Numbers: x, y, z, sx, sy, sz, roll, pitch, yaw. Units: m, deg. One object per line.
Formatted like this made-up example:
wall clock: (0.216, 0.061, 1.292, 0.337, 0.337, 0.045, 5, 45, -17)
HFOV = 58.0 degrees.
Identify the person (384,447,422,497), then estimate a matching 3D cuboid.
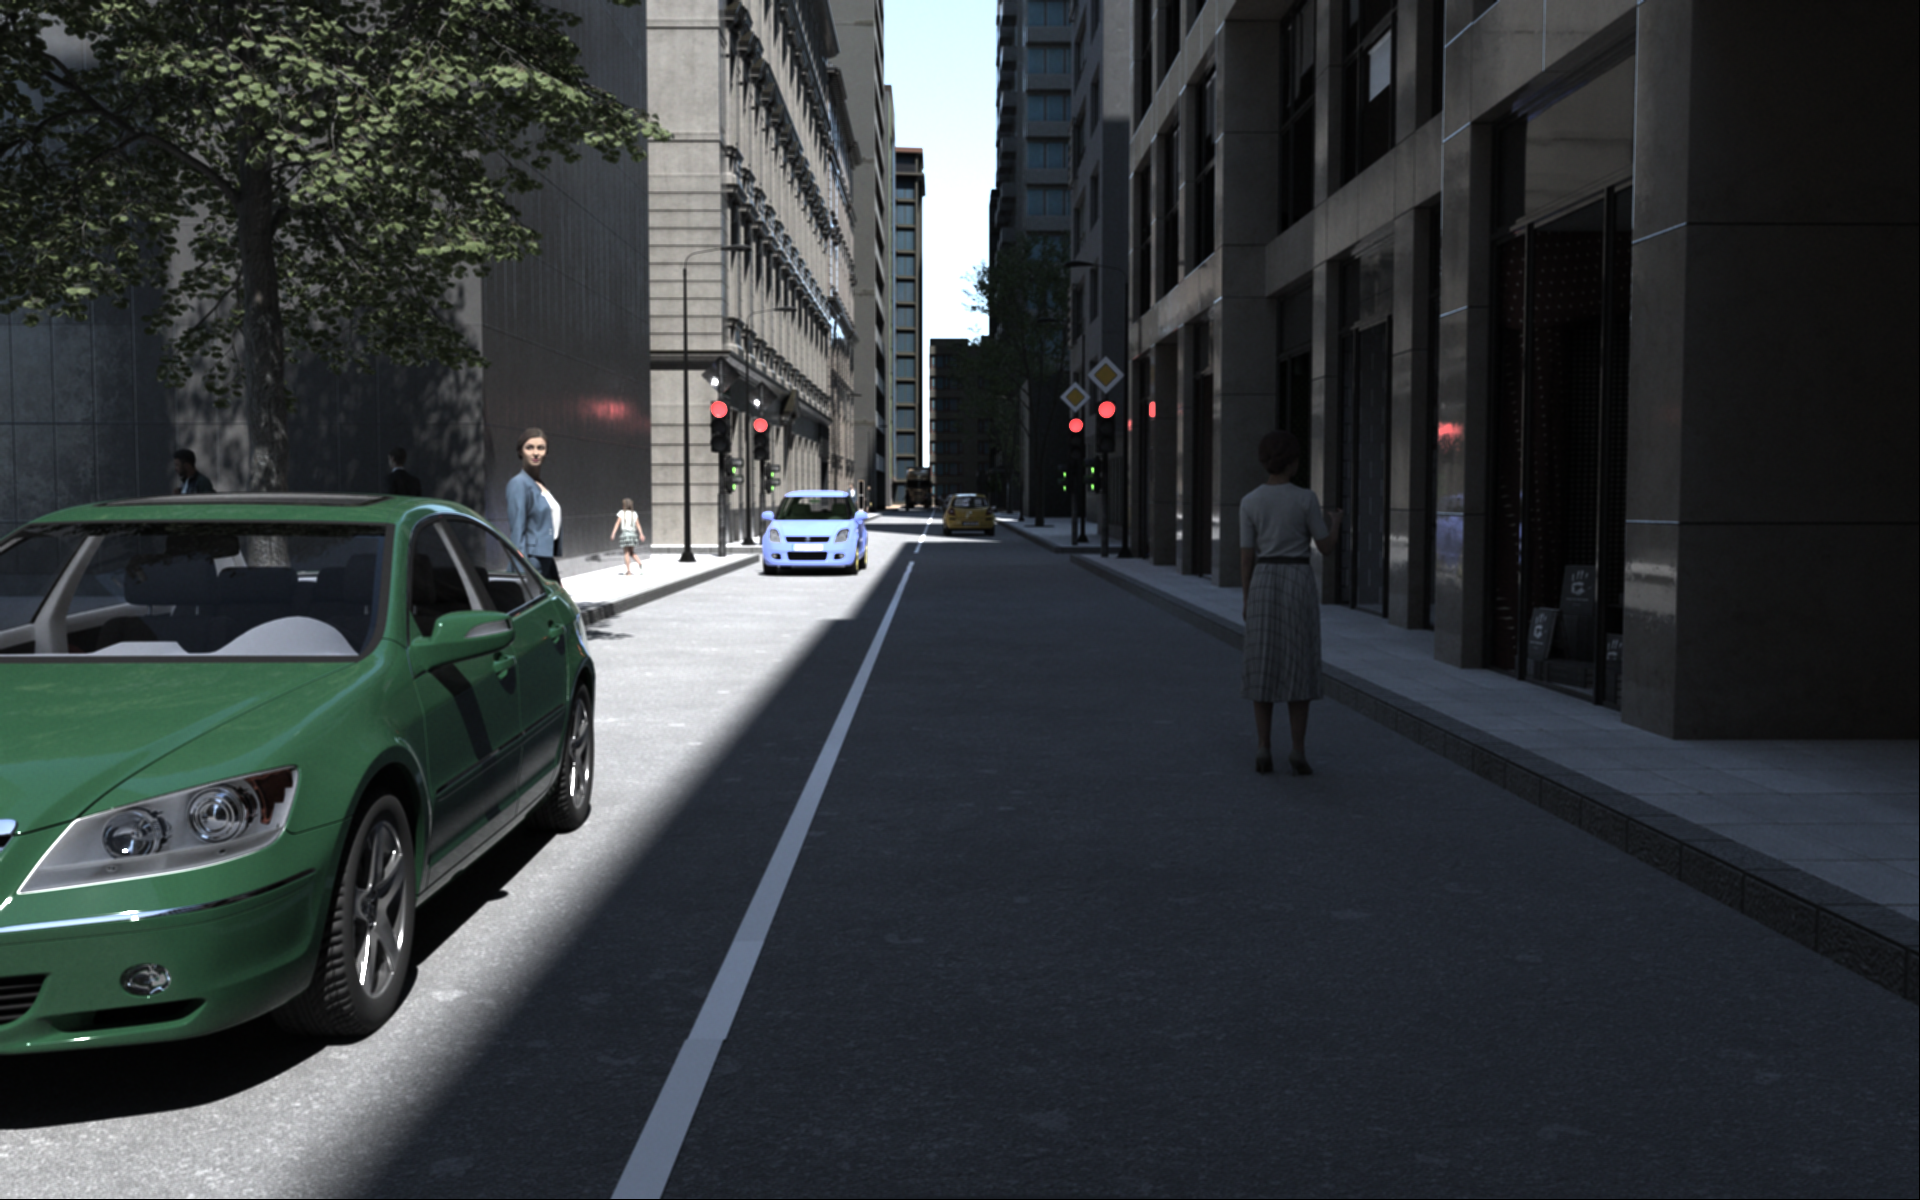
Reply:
person: (-6.817, -0.923, 20.916, 0.755, 1.850, 0.659, 2, 4, 32)

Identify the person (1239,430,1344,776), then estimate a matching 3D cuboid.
person: (1.698, 0.010, 8.905, 0.480, 1.755, 0.524, 2, 4, 25)

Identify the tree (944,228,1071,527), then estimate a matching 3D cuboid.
tree: (3.152, -8.678, 67.640, 9.928, 11.665, 9.643, 0, 3, 0)

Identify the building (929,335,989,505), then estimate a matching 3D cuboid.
building: (10.681, -22.678, 215.830, 28.899, 21.520, 27.650, 0, 4, -1)

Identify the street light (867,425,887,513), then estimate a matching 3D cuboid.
street light: (-5.600, -8.829, 116.902, 1.470, 5.913, 1.316, 0, 4, -1)

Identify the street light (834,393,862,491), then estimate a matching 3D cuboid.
street light: (-5.230, -6.573, 80.011, 1.470, 5.913, 1.316, 0, 4, -1)

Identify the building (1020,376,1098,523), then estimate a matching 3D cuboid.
building: (14.987, -47.388, 87.460, 22.319, 86.520, 31.000, 0, 4, -1)

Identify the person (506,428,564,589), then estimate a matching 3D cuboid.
person: (-2.586, -0.109, 10.314, 0.654, 1.822, 0.581, 1, 4, 22)

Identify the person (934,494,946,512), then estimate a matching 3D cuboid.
person: (-1.612, -7.658, 136.896, 0.799, 1.438, 0.628, -2, 4, -31)

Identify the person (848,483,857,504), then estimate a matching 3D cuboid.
person: (-5.453, -4.961, 87.174, 0.581, 1.822, 0.654, 0, 4, -5)

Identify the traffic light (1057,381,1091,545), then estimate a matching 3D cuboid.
traffic light: (2.850, -3.322, 43.230, 0.839, 4.253, 0.868, 0, 4, -1)

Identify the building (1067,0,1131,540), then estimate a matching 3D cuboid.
building: (10.455, -22.258, 47.521, 14.086, 41.232, 14.154, 0, 4, -1)

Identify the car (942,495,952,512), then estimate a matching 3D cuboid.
car: (-0.282, -7.084, 128.179, 2.083, 1.381, 4.827, 0, 4, -1)

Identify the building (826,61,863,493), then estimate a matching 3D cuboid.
building: (-12.309, -18.436, 98.686, 12.463, 27.353, 25.104, 0, 4, -1)

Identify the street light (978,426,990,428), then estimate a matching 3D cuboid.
street light: (1.924, -8.906, 118.146, 1.470, 5.913, 1.316, 0, 4, -1)

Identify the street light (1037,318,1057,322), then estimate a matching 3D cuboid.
street light: (2.716, -4.480, 45.797, 1.470, 5.913, 1.316, 0, 4, -1)

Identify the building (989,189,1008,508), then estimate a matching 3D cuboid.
building: (9.716, -24.134, 166.299, 14.160, 30.474, 14.107, 0, 4, -1)

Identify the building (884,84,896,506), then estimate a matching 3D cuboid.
building: (-14.191, -32.803, 186.433, 14.200, 45.320, 14.600, 0, 4, -1)

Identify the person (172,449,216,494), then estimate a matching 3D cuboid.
person: (-8.540, -0.793, 19.348, 0.623, 1.781, 0.721, 2, 4, 28)

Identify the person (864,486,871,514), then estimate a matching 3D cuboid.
person: (-6.239, -6.555, 113.427, 0.699, 1.804, 1.509, 3, 4, 36)

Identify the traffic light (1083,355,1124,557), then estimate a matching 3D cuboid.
traffic light: (2.936, -2.833, 35.245, 0.839, 4.253, 0.868, 0, 4, -1)

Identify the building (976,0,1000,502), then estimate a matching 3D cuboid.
building: (12.132, -45.514, 182.410, 20.563, 71.187, 20.611, 0, 4, -1)

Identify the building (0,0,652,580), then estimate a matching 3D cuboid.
building: (-20.925, -12.769, 27.844, 30.058, 24.678, 14.314, 0, 4, -1)

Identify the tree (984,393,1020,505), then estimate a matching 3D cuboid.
tree: (3.621, -10.508, 122.164, 4.737, 8.622, 4.395, 0, 3, 0)

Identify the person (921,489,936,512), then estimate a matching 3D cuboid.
person: (-2.485, -8.151, 141.776, 1.348, 1.824, 0.705, 0, 4, -1)

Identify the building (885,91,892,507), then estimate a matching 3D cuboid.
building: (-14.014, -29.782, 170.525, 14.154, 41.232, 14.086, 0, 4, -1)

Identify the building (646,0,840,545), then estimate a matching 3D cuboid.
building: (-14.065, -17.591, 64.035, 17.030, 29.872, 44.131, 0, 4, -1)

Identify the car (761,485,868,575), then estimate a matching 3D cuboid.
car: (-2.634, -1.362, 31.855, 1.945, 1.707, 3.694, 0, 4, 0)

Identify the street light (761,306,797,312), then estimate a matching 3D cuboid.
street light: (-4.735, -4.311, 43.024, 1.470, 5.913, 1.316, 0, 4, -1)

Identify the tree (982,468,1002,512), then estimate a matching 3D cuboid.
tree: (2.691, -8.140, 127.684, 1.663, 3.219, 1.824, 0, 3, 0)

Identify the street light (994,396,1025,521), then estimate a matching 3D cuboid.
street light: (2.372, -6.693, 81.972, 1.470, 5.913, 1.316, 0, 4, -1)

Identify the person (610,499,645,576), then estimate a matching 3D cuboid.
person: (-5.202, -0.981, 27.105, 0.505, 1.210, 0.382, -3, 4, -37)

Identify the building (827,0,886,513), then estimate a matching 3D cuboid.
building: (-16.566, -30.862, 128.297, 21.300, 48.544, 21.600, 0, 4, -1)

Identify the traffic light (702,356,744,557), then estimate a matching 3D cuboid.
traffic light: (-4.825, -2.827, 35.146, 0.839, 4.253, 0.868, 0, 4, -1)

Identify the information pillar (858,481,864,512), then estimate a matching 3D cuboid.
information pillar: (-5.420, -5.533, 94.951, 0.304, 2.012, 0.304, 0, 4, -4)

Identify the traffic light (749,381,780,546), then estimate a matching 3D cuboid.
traffic light: (-4.910, -3.316, 43.131, 0.839, 4.253, 0.868, 0, 4, -1)

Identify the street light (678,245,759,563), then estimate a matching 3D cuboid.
street light: (-4.580, -3.660, 32.387, 1.470, 5.913, 1.316, 0, 4, -1)

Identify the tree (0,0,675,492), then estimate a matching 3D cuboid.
tree: (-5.974, -5.875, 14.181, 7.486, 12.596, 7.792, 0, 3, 0)

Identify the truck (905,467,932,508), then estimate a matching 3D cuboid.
truck: (-4.331, -11.825, 182.246, 2.839, 4.237, 11.283, 0, 4, -1)

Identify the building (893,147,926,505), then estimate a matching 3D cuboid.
building: (-18.666, -34.077, 211.783, 28.867, 44.769, 22.147, 0, 4, -1)

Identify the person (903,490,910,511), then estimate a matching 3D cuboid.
person: (-4.555, -8.552, 148.346, 0.705, 1.822, 1.348, 1, 4, 20)

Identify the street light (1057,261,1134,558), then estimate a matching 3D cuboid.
street light: (2.774, -3.797, 34.624, 1.470, 5.913, 1.316, 0, 4, -1)

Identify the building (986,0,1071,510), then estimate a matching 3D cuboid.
building: (14.262, -32.032, 143.326, 23.786, 49.044, 30.456, 0, 4, -1)

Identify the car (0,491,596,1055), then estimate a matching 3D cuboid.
car: (-2.489, 0.351, 6.060, 2.131, 1.459, 4.920, 0, 4, -2)

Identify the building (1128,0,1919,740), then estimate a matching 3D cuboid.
building: (13.219, -13.052, 17.914, 19.350, 26.468, 34.151, 0, 4, -1)

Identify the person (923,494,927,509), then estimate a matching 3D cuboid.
person: (-3.295, -9.250, 162.921, 0.628, 1.438, 0.799, -2, 4, -26)

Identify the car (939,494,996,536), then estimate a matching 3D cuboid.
car: (0.286, -3.078, 60.544, 2.015, 1.641, 3.980, 0, 4, -2)
